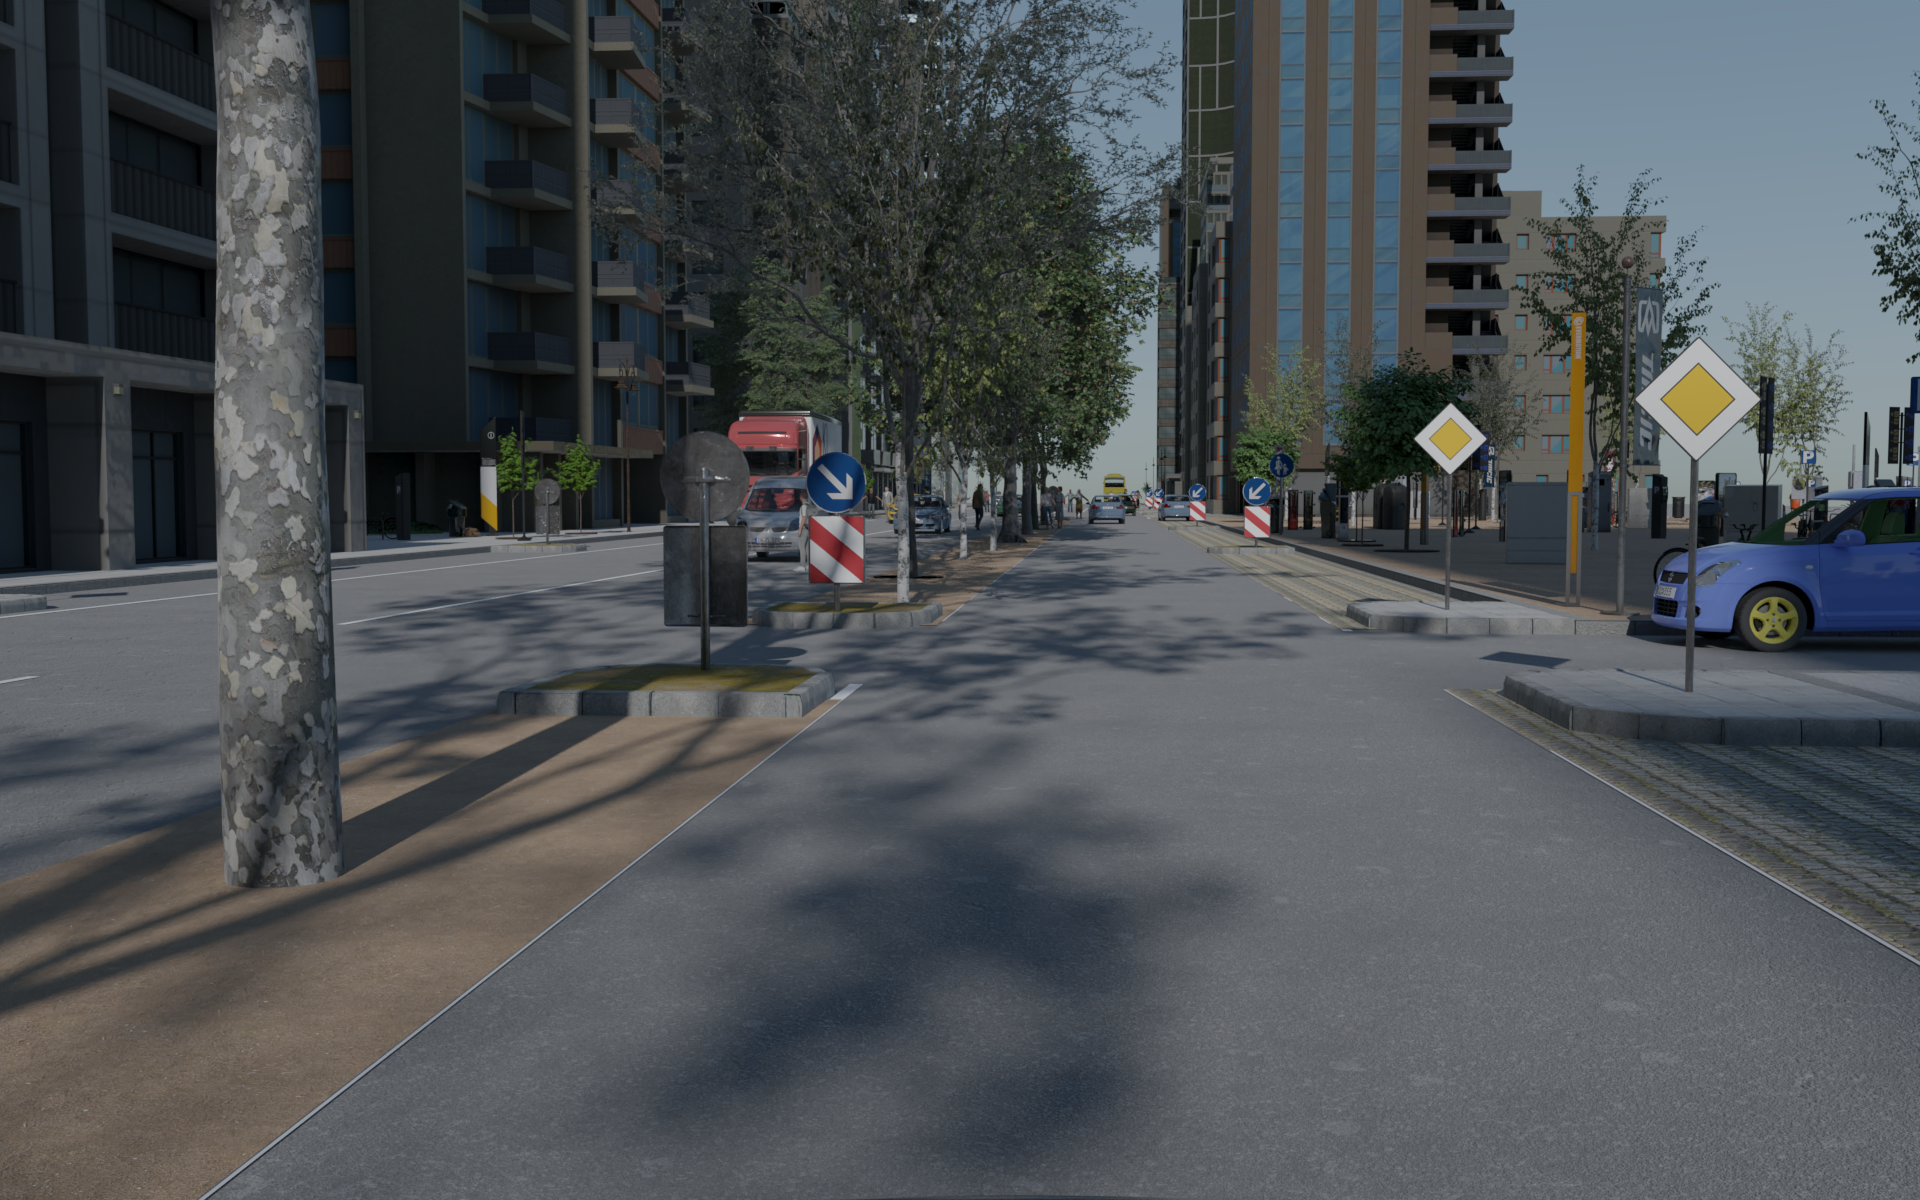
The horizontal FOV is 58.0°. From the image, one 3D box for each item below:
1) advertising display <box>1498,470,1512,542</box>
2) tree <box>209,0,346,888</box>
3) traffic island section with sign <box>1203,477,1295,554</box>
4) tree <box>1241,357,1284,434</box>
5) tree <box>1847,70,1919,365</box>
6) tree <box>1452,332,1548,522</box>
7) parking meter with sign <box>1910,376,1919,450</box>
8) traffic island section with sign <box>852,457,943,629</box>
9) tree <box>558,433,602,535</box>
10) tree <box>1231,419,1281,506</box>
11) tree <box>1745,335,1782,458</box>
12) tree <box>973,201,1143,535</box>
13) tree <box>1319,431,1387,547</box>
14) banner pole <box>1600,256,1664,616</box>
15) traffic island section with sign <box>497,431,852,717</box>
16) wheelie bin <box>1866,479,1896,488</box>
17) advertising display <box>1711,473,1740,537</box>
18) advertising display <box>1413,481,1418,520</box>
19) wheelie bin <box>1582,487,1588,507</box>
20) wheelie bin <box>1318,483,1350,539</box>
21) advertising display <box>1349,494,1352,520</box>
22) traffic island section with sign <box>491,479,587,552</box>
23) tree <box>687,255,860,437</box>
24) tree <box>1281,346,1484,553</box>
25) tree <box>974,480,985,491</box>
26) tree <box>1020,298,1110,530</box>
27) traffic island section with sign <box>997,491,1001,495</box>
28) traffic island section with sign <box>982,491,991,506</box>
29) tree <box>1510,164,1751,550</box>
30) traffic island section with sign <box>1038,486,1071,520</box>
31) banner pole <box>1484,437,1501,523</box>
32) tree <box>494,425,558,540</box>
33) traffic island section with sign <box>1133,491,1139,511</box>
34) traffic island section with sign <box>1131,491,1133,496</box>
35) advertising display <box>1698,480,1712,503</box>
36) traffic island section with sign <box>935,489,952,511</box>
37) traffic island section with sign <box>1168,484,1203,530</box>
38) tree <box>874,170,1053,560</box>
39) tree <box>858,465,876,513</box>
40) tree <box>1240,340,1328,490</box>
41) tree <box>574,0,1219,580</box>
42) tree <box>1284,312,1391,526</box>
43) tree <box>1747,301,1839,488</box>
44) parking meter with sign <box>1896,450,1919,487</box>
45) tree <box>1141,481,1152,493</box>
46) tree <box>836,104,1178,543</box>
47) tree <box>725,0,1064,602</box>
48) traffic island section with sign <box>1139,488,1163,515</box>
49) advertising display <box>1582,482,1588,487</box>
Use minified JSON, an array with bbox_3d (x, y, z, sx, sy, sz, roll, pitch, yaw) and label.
[{"bbox_3d":[14.679,-2.536,46.685,0.123,1.923,0.974,0,4,4],"label":"advertising display"},{"bbox_3d":[-1.380,-8.963,4.894,12.611,20.169,13.585,0,3,0],"label":"tree"},{"bbox_3d":[7.013,-2.036,41.923,1.989,1.847,2.006,0,4,5],"label":"traffic island section with sign"},{"bbox_3d":[16.693,-8.474,88.912,4.360,8.622,3.978,0,3,0],"label":"tree"},{"bbox_3d":[17.466,-4.866,29.914,4.360,8.622,3.978,0,3,0],"label":"tree"},{"bbox_3d":[24.793,-7.926,79.955,4.360,8.622,3.978,0,3,0],"label":"tree"},{"bbox_3d":[14.015,-1.753,24.916,0.543,3.016,1.738,2,4,24],"label":"parking meter with sign"},{"bbox_3d":[-1.283,-0.690,19.416,2.006,1.907,1.989,0,4,5],"label":"traffic island section with sign"},{"bbox_3d":[-12.223,-3.702,55.131,1.663,3.219,1.824,0,3,0],"label":"tree"},{"bbox_3d":[13.315,-5.617,75.559,4.285,4.588,4.351,0,3,0],"label":"tree"},{"bbox_3d":[36.217,-7.573,74.177,4.360,8.622,3.978,0,3,0],"label":"tree"},{"bbox_3d":[2.405,-8.508,59.685,7.486,12.596,7.792,0,3,0],"label":"tree"},{"bbox_3d":[9.803,-2.940,42.673,1.663,3.219,1.824,0,3,0],"label":"tree"},{"bbox_3d":[7.220,-1.740,18.465,0.863,3.779,0.401,-2,4,-34],"label":"banner pole"},{"bbox_3d":[-1.916,-0.238,12.035,2.006,1.907,1.989,0,4,5],"label":"traffic island section with sign"},{"bbox_3d":[19.427,-1.750,36.515,0.980,1.594,0.693,-2,4,-31],"label":"wheelie bin"},{"bbox_3d":[23.044,-2.870,52.139,0.974,1.923,0.123,-2,4,-35],"label":"advertising display"},{"bbox_3d":[22.692,-4.959,86.298,0.123,1.923,0.974,0,4,8],"label":"advertising display"},{"bbox_3d":[26.556,-4.024,73.694,0.693,1.594,0.980,-1,4,-23],"label":"wheelie bin"},{"bbox_3d":[10.789,-2.583,50.140,0.980,1.594,0.693,-1,4,-21],"label":"wheelie bin"},{"bbox_3d":[19.522,-5.002,87.003,0.123,1.923,0.974,3,4,39],"label":"advertising display"},{"bbox_3d":[-10.487,-2.130,43.452,1.989,1.847,2.006,0,4,5],"label":"traffic island section with sign"},{"bbox_3d":[-9.691,-11.268,90.883,9.857,13.997,8.962,0,3,0],"label":"tree"},{"bbox_3d":[9.873,-3.348,38.461,4.285,4.588,4.351,0,3,0],"label":"tree"},{"bbox_3d":[2.838,-14.511,231.852,1.663,3.219,1.824,0,3,0],"label":"tree"},{"bbox_3d":[3.781,-9.247,79.396,9.928,11.665,9.643,0,3,0],"label":"tree"},{"bbox_3d":[5.223,-13.510,229.518,1.989,1.847,2.006,0,4,5],"label":"traffic island section with sign"},{"bbox_3d":[2.904,-11.830,202.041,1.989,1.847,2.006,0,4,5],"label":"traffic island section with sign"},{"bbox_3d":[14.734,-5.437,39.265,4.737,8.622,4.395,0,3,0],"label":"tree"},{"bbox_3d":[5.030,-5.269,94.290,2.006,1.907,1.989,0,4,5],"label":"traffic island section with sign"},{"bbox_3d":[23.580,-5.297,76.620,0.863,3.779,0.401,0,4,5],"label":"banner pole"},{"bbox_3d":[-12.720,-3.329,49.031,1.663,3.219,1.824,0,3,0],"label":"tree"},{"bbox_3d":[15.780,-8.389,145.782,1.989,1.847,2.006,0,4,5],"label":"traffic island section with sign"},{"bbox_3d":[20.399,-11.730,200.410,1.989,1.847,2.006,0,4,5],"label":"traffic island section with sign"},{"bbox_3d":[34.927,-4.656,81.340,0.974,1.923,0.123,2,4,33],"label":"advertising display"},{"bbox_3d":[-1.738,-8.479,147.266,1.989,1.847,2.006,0,4,5],"label":"traffic island section with sign"},{"bbox_3d":[9.290,-3.682,68.826,1.989,1.847,2.006,0,4,5],"label":"traffic island section with sign"},{"bbox_3d":[0.056,-5.188,37.648,4.737,8.622,4.395,0,3,0],"label":"tree"},{"bbox_3d":[-6.485,-7.440,116.242,1.663,3.219,1.824,0,3,0],"label":"tree"},{"bbox_3d":[15.484,-8.071,82.317,4.737,8.622,4.395,0,3,0],"label":"tree"},{"bbox_3d":[-0.896,-7.111,29.092,12.009,13.543,11.850,0,3,0],"label":"tree"},{"bbox_3d":[15.703,-7.267,69.181,4.360,8.622,3.978,0,3,0],"label":"tree"},{"bbox_3d":[30.617,-7.041,65.483,4.737,8.622,4.395,0,3,0],"label":"tree"},{"bbox_3d":[39.975,-4.713,73.313,0.543,3.016,1.738,0,4,6],"label":"parking meter with sign"},{"bbox_3d":[26.947,-15.572,249.209,1.663,3.219,1.824,0,3,0],"label":"tree"},{"bbox_3d":[1.478,-8.011,50.441,9.611,12.733,9.660,0,3,0],"label":"tree"},{"bbox_3d":[-0.704,-4.166,20.926,4.360,8.622,3.978,0,3,0],"label":"tree"},{"bbox_3d":[13.510,-6.746,118.923,1.989,1.847,2.006,0,4,5],"label":"traffic island section with sign"},{"bbox_3d":[32.074,-5.139,89.240,0.123,1.923,0.974,3,5,41],"label":"advertising display"}]
